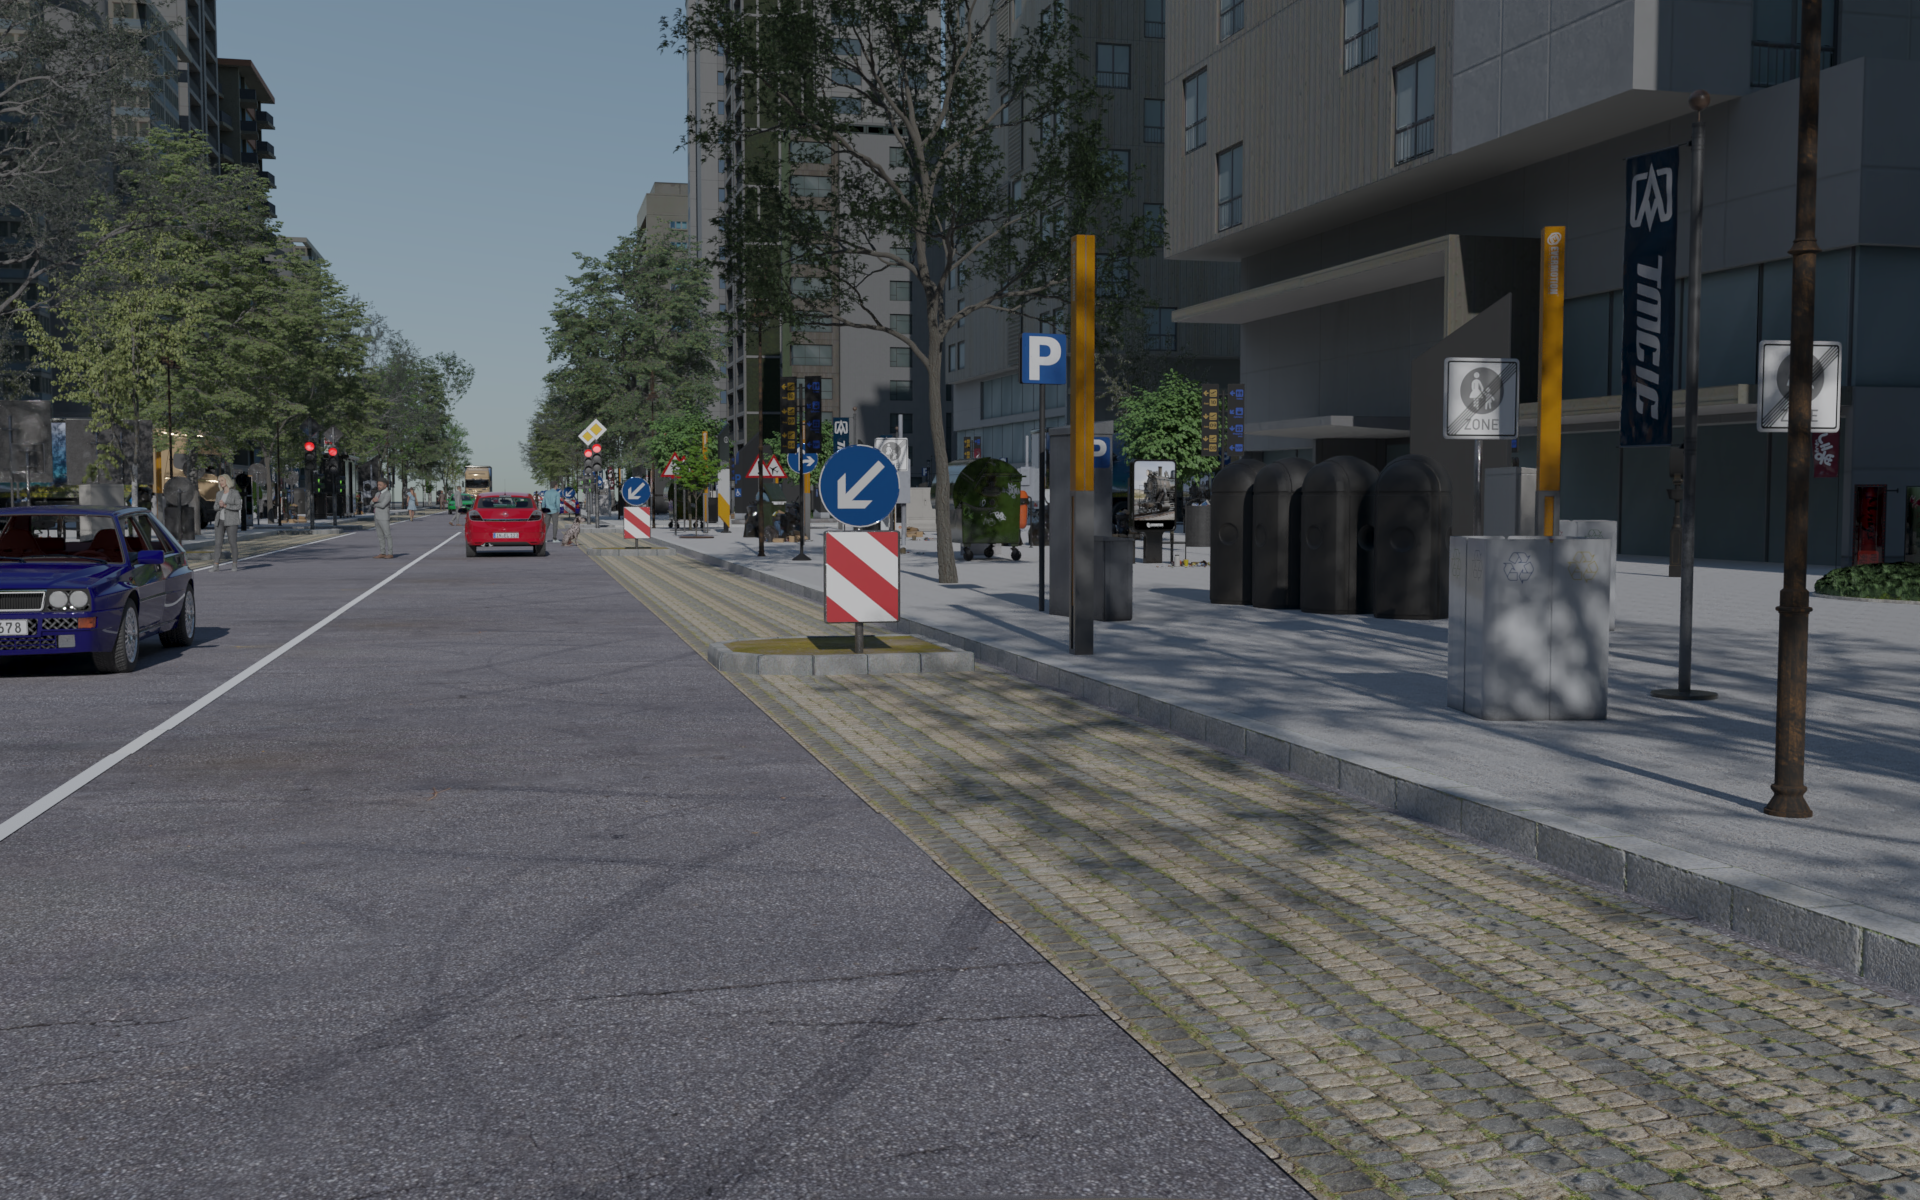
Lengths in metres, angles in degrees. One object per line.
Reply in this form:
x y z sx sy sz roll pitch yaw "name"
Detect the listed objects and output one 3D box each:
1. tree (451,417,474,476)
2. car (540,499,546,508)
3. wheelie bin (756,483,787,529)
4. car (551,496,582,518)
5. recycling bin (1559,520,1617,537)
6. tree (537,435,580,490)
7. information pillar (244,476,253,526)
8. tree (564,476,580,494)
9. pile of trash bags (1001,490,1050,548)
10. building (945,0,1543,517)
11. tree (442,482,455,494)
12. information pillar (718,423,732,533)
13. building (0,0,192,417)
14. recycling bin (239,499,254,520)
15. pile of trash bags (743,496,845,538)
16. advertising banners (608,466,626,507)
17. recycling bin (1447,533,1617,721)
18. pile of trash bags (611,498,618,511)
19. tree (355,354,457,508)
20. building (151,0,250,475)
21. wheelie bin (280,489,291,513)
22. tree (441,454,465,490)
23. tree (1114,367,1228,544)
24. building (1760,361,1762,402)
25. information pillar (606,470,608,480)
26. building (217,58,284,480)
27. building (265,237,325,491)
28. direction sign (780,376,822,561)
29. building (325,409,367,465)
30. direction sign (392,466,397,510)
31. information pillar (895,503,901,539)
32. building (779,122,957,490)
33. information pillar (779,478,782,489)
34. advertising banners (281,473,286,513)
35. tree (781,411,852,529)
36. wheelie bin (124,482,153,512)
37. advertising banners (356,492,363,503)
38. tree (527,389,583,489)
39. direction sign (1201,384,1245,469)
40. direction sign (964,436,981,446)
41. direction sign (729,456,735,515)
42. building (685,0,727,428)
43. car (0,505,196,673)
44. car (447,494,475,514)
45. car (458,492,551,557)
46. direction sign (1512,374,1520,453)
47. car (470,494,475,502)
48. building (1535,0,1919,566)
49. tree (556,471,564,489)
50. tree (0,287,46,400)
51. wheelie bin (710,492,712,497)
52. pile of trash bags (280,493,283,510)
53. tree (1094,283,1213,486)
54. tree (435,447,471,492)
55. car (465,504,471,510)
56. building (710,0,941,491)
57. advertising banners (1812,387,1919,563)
-68.462 -18.607 229.980 9.928 11.665 9.643 0 3 0 "tree"
-35.690 -8.476 151.160 1.945 1.354 3.894 -1 4 -14 "car"
-5.443 -2.554 49.674 0.693 1.594 0.980 3 4 38 "wheelie bin"
-23.683 -5.589 103.961 1.945 1.354 3.894 -1 4 -14 "car"
5.869 -0.247 16.589 0.722 1.027 0.722 1 4 16 "recycling bin"
-53.923 -18.960 235.757 9.928 11.665 9.643 0 3 0 "tree"
-28.346 -3.940 68.914 0.304 2.012 0.304 -3 5 -43 "information pillar"
-38.134 -10.818 171.478 1.663 3.219 1.824 0 3 0 "tree"
1.616 -2.024 42.839 1.912 1.369 3.447 0 4 6 "pile of trash bags"
14.862 -31.563 105.295 27.495 52.752 28.713 -1 4 -14 "building"
-69.899 -14.766 236.023 1.663 3.219 1.824 0 3 0 "tree"
-7.769 -4.016 57.017 0.183 3.616 0.504 2 4 34 "information pillar"
-69.315 -26.334 122.443 32.217 40.220 23.993 -1 4 -14 "building"
-35.244 -4.445 85.231 0.722 1.027 0.722 -3 5 -40 "recycling bin"
-4.879 -2.568 51.737 3.447 1.369 1.912 0 4 6 "pile of trash bags"
-21.096 -6.862 108.377 2.074 3.025 0.090 0 4 4 "advertising banners"
3.313 0.148 10.130 0.722 1.027 0.722 0 4 -2 "recycling bin"
-26.668 -7.334 129.656 1.912 1.369 3.447 2 4 32 "pile of trash bags"
-49.718 -15.190 155.017 9.857 13.997 8.962 0 3 0 "tree"
-71.458 -43.230 145.058 20.563 71.187 20.611 -1 4 -14 "building"
-44.610 -6.536 114.777 0.980 1.594 0.693 -1 4 -15 "wheelie bin"
-80.901 -19.929 276.197 4.737 8.622 4.395 0 3 0 "tree"
5.603 -3.750 45.023 4.285 4.588 4.351 0 3 0 "tree"
43.952 -25.962 108.066 14.086 41.232 14.154 -1 4 -14 "building"
-29.450 -9.397 145.001 0.504 3.616 0.183 3 4 38 "information pillar"
-79.457 -31.499 169.633 22.147 44.769 28.867 -1 4 -14 "building"
-102.392 -33.598 241.207 32.217 40.220 23.993 -1 4 -14 "building"
-3.057 -2.530 33.358 0.876 3.537 0.379 1 4 22 "direction sign"
-107.467 -25.883 268.233 27.650 21.520 28.899 -1 4 -14 "building"
-46.318 -9.153 141.652 0.379 3.537 0.876 0 4 -4 "direction sign"
-1.695 -2.750 49.449 0.304 2.012 0.304 0 4 6 "information pillar"
-7.569 -22.449 138.743 14.160 30.474 14.107 -1 4 -14 "building"
-15.152 -9.458 145.990 0.183 3.616 0.504 -2 4 -25 "information pillar"
-44.226 -7.155 113.172 0.090 3.025 2.074 -1 4 -14 "advertising banners"
-5.575 -4.938 64.444 4.285 4.588 4.351 0 3 0 "tree"
-21.700 -2.318 45.814 0.693 1.594 0.980 -2 4 -28 "wheelie bin"
-40.370 -7.197 113.863 2.074 3.025 0.090 -1 4 -11 "advertising banners"
-40.509 -15.831 176.960 7.486 12.596 7.792 0 3 0 "tree"
5.402 -2.669 35.632 0.876 3.537 0.379 0 4 -1 "direction sign"
0.485 -4.661 68.209 0.876 3.537 0.379 3 5 42 "direction sign"
-13.711 -6.832 103.704 0.379 3.537 0.876 -3 4 -37 "direction sign"
-20.244 -40.053 196.871 21.231 58.520 28.212 -1 4 -14 "building"
-7.772 -0.140 14.863 1.945 1.354 3.894 -1 4 -14 "car"
-35.510 -7.001 123.258 1.959 1.807 4.718 -1 4 -15 "car"
-10.724 -1.943 40.811 2.155 1.783 4.494 -1 4 -15 "car"
10.362 -2.511 33.053 0.379 3.537 0.876 -1 4 -19 "direction sign"
-42.247 -8.329 148.178 2.014 1.417 4.499 -1 4 -13 "car"
22.573 -27.820 44.104 28.713 52.752 27.495 -1 4 -14 "building"
-57.035 -18.112 246.500 4.737 8.622 4.395 0 3 0 "tree"
-32.271 -6.512 56.835 4.360 8.622 3.978 0 3 0 "tree"
-17.049 -6.630 116.303 0.693 1.594 0.980 -2 4 -35 "wheelie bin"
-49.461 -7.116 126.092 1.912 1.369 3.447 -1 4 -17 "pile of trash bags"
6.390 -6.714 60.138 4.360 8.622 3.978 0 3 0 "tree"
-86.198 -22.052 294.966 7.601 10.594 8.767 -1 4 -8 "tree"
-16.694 -3.086 62.261 2.131 1.459 4.920 -1 4 -15 "car"
-14.224 -44.893 172.258 20.563 71.187 20.611 -1 4 -14 "building"
14.693 -1.938 27.874 2.074 3.025 0.090 3 5 45 "advertising banners"
